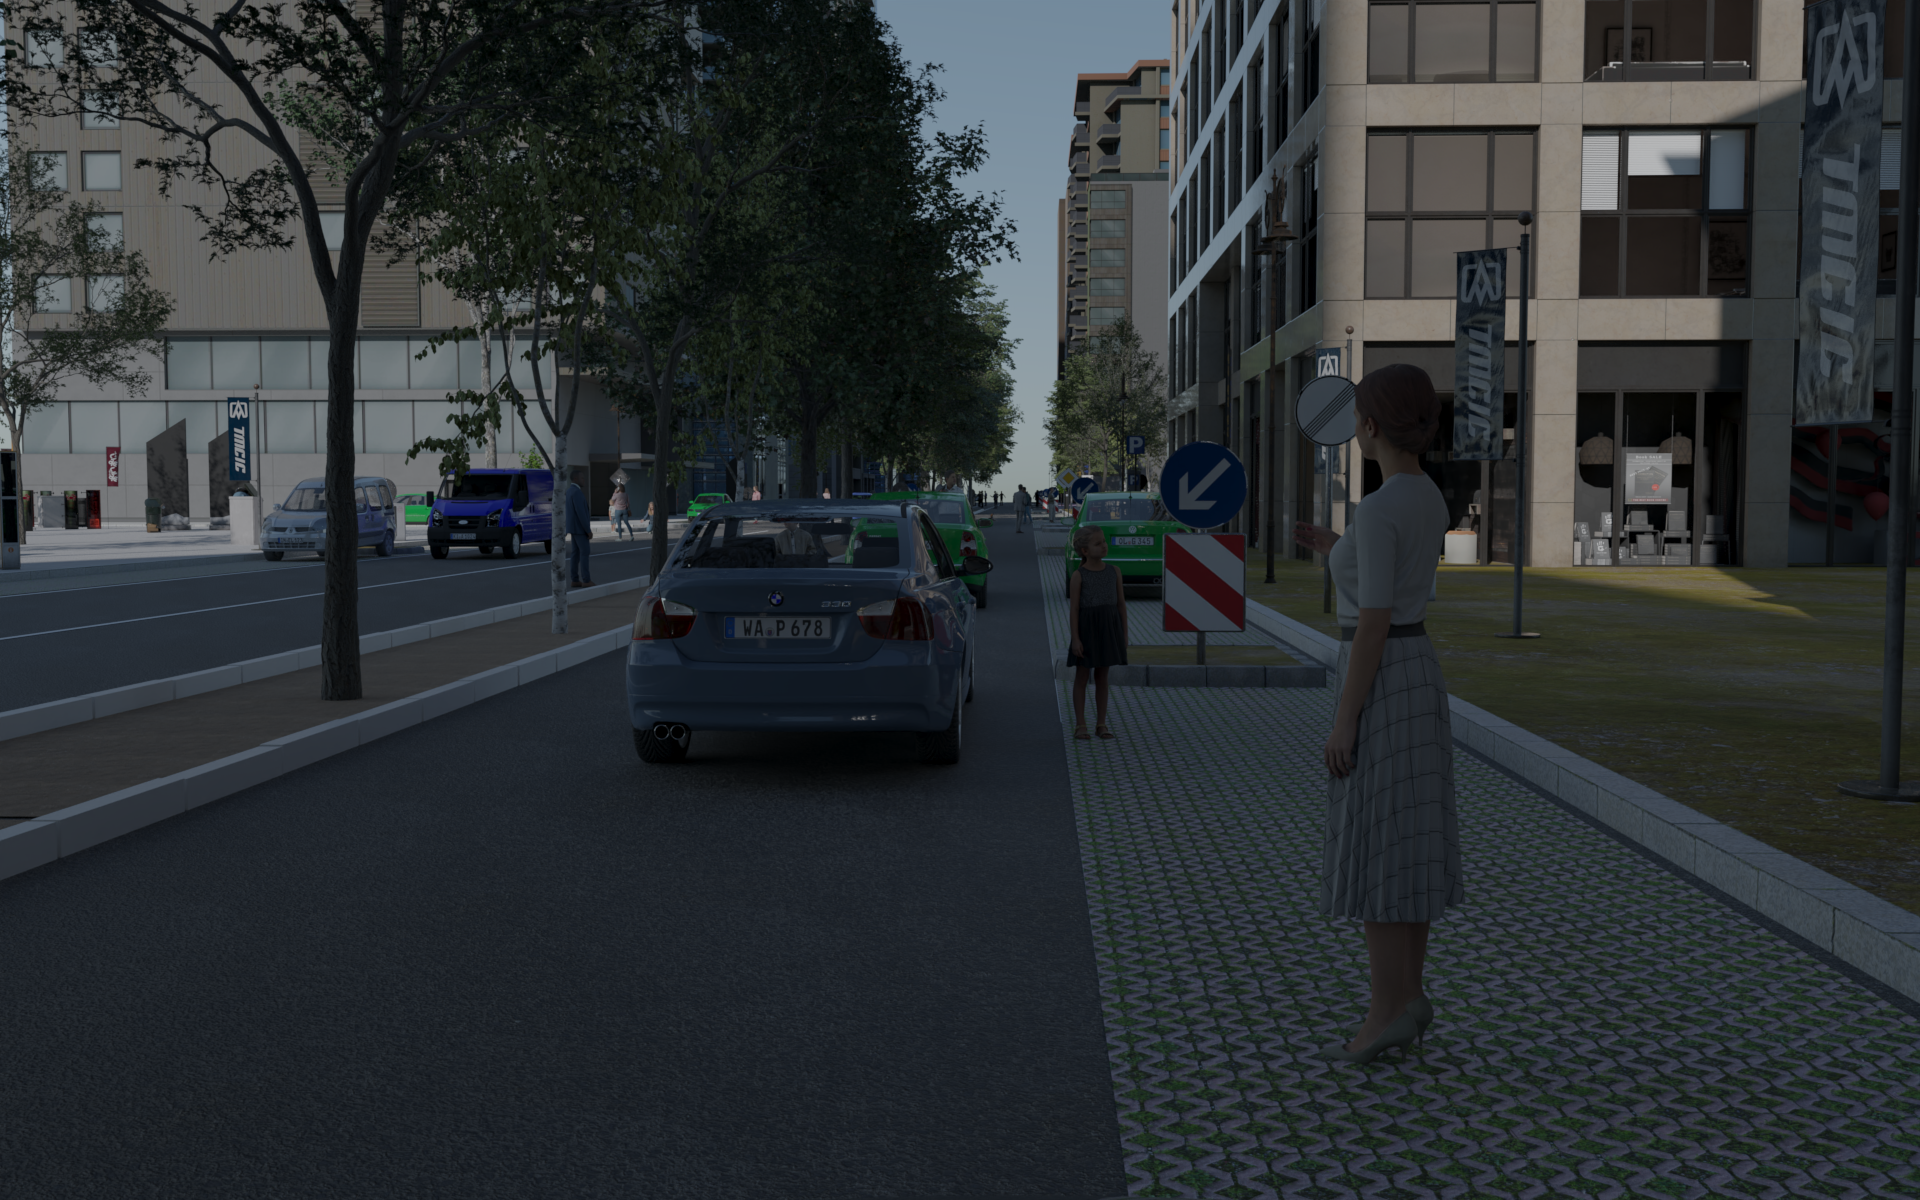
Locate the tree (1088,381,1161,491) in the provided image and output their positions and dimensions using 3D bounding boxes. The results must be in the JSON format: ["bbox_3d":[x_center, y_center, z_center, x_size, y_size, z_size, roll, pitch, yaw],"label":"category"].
[{"bbox_3d":[10.706,-9.737,109.564,4.737,8.622,4.395,0,3,0],"label":"tree"}]

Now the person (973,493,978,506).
[{"bbox_3d":[1.681,-12.019,205.085,0.705,1.814,1.350,-3,5,-42],"label":"person"}]

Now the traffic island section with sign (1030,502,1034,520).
[{"bbox_3d":[4.996,-5.320,95.617,1.989,1.847,2.006,0,4,2],"label":"traffic island section with sign"}]

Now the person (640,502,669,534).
[{"bbox_3d":[-10.942,-2.950,62.236,1.012,1.151,0.738,0,4,-2],"label":"person"}]

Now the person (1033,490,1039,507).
[{"bbox_3d":[7.877,-10.251,175.728,1.348,1.869,0.705,-3,4,-38],"label":"person"}]

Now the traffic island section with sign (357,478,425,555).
[{"bbox_3d":[-13.987,-2.012,41.517,1.989,1.847,2.006,0,4,2],"label":"traffic island section with sign"}]

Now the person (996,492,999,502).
[{"bbox_3d":[6.365,-17.730,298.403,1.348,1.821,0.705,-1,4,-15],"label":"person"}]

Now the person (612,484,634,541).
[{"bbox_3d":[-10.215,-2.665,52.668,0.593,1.750,0.643,-3,5,-42],"label":"person"}]

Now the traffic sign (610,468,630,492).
[{"bbox_3d":[-12.982,-3.822,66.135,0.795,2.450,0.064,0,4,2],"label":"traffic sign"}]

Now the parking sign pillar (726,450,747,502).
[{"bbox_3d":[-13.779,-7.240,106.843,1.447,3.967,1.447,2,4,25],"label":"parking sign pillar"}]

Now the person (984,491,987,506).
[{"bbox_3d":[2.913,-12.063,205.600,0.599,1.838,0.709,-1,4,-23],"label":"person"}]

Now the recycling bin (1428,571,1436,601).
[{"bbox_3d":[5.269,-0.515,20.978,0.722,1.027,0.722,-1,4,-22],"label":"recycling bin"}]

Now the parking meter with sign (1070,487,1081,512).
[{"bbox_3d":[8.739,-7.834,124.349,1.738,3.016,0.543,-1,4,-12],"label":"parking meter with sign"}]

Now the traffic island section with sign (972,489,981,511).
[{"bbox_3d":[0.948,-8.584,148.491,2.006,1.907,1.989,0,4,2],"label":"traffic island section with sign"}]

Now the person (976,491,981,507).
[{"bbox_3d":[2.252,-11.586,198.073,0.705,1.807,1.348,3,5,40],"label":"person"}]

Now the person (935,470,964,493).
[{"bbox_3d":[-0.224,-1.244,28.935,0.679,1.850,0.850,0,4,4],"label":"person"}]

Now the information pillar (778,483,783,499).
[{"bbox_3d":[-12.436,-7.059,119.903,0.304,2.012,0.304,-1,4,-11],"label":"information pillar"}]

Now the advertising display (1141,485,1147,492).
[{"bbox_3d":[12.555,-6.996,119.590,0.123,1.923,0.974,-2,4,-33],"label":"advertising display"}]

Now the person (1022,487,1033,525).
[{"bbox_3d":[3.097,-4.445,81.517,0.721,1.781,0.623,-2,4,-29],"label":"person"}]

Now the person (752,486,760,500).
[{"bbox_3d":[-9.835,-4.564,83.134,0.555,1.821,0.388,2,4,29],"label":"person"}]

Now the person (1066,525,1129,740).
[{"bbox_3d":[0.810,0.187,10.117,0.362,1.253,0.373,-1,4,-14],"label":"person"}]

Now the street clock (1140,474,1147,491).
[{"bbox_3d":[6.576,-3.586,63.197,0.471,2.002,0.358,-1,4,-17],"label":"street clock"}]

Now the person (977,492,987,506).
[{"bbox_3d":[2.312,-10.916,187.695,1.217,1.735,0.721,1,4,20],"label":"person"}]

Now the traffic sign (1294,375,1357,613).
[{"bbox_3d":[3.959,-1.130,18.582,0.768,2.556,0.104,0,4,3],"label":"traffic sign"}]

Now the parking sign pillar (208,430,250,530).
[{"bbox_3d":[-26.006,-4.476,61.652,1.447,3.967,1.447,-1,4,-11],"label":"parking sign pillar"}]

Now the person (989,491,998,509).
[{"bbox_3d":[3.358,-9.922,171.260,0.750,1.759,0.617,-2,4,-30],"label":"person"}]

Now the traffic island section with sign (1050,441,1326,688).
[{"bbox_3d":[1.741,-0.311,13.713,1.989,1.847,2.006,0,4,2],"label":"traffic island section with sign"}]

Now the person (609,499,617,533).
[{"bbox_3d":[-12.628,-3.059,63.197,0.332,1.250,0.352,1,4,21],"label":"person"}]

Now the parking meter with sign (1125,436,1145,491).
[{"bbox_3d":[5.290,-3.456,52.769,0.543,3.016,1.738,0,4,2],"label":"parking meter with sign"}]

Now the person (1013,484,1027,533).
[{"bbox_3d":[2.248,-3.353,63.515,0.606,1.804,0.583,2,4,32],"label":"person"}]

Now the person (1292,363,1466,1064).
[{"bbox_3d":[1.024,0.283,4.443,0.524,1.755,0.480,2,4,34],"label":"person"}]

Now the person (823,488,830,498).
[{"bbox_3d":[-7.465,-5.403,97.423,0.593,1.750,0.643,2,4,30],"label":"person"}]

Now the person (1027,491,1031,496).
[{"bbox_3d":[8.136,-12.031,205.651,0.683,1.767,0.568,-1,4,-15],"label":"person"}]

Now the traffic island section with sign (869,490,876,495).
[{"bbox_3d":[-8.743,-10.096,173.691,1.989,1.847,2.006,0,4,2],"label":"traffic island section with sign"}]

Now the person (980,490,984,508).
[{"bbox_3d":[2.284,-10.538,180.799,0.705,1.823,1.348,-1,4,-8],"label":"person"}]

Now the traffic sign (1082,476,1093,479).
[{"bbox_3d":[6.964,-5.661,94.683,0.606,2.300,0.079,0,4,8],"label":"traffic sign"}]

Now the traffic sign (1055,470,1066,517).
[{"bbox_3d":[4.414,-4.268,73.419,0.795,2.450,0.064,0,4,2],"label":"traffic sign"}]

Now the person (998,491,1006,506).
[{"bbox_3d":[5.124,-12.595,214.449,1.348,1.821,0.705,2,4,34],"label":"person"}]

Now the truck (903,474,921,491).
[{"bbox_3d":[-4.634,-12.461,193.490,2.967,4.110,18.799,0,4,0],"label":"truck"}]

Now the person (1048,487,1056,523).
[{"bbox_3d":[4.572,-4.694,85.797,0.362,1.759,0.519,2,4,27],"label":"person"}]

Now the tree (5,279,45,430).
[{"bbox_3d":[-30.116,-6.263,52.755,4.360,8.622,3.978,0,3,0],"label":"tree"}]

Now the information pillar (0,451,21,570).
[{"bbox_3d":[-16.193,-1.524,29.406,0.304,2.012,0.304,3,5,42],"label":"information pillar"}]

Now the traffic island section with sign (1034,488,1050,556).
[{"bbox_3d":[2.819,-1.970,40.844,1.989,1.847,2.006,0,4,2],"label":"traffic island section with sign"}]

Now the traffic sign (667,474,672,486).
[{"bbox_3d":[-12.666,-4.310,74.114,0.795,2.450,0.064,0,4,2],"label":"traffic sign"}]

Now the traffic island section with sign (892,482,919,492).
[{"bbox_3d":[-2.017,-3.992,73.411,2.006,1.907,1.989,0,4,2],"label":"traffic island section with sign"}]

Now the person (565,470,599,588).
[{"bbox_3d":[-5.840,-1.092,26.541,0.419,1.800,0.721,-3,5,-39],"label":"person"}]

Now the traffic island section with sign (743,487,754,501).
[{"bbox_3d":[-11.806,-5.370,96.420,1.989,1.847,2.006,0,4,2],"label":"traffic island section with sign"}]

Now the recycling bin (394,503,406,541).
[{"bbox_3d":[-15.615,-2.123,47.271,0.722,1.027,0.722,-3,5,-43],"label":"recycling bin"}]

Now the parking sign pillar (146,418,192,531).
[{"bbox_3d":[-28.052,-4.456,61.330,1.447,3.967,1.447,-1,4,-15],"label":"parking sign pillar"}]

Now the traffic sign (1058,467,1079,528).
[{"bbox_3d":[4.098,-3.780,65.441,0.795,2.450,0.064,0,4,2],"label":"traffic sign"}]
